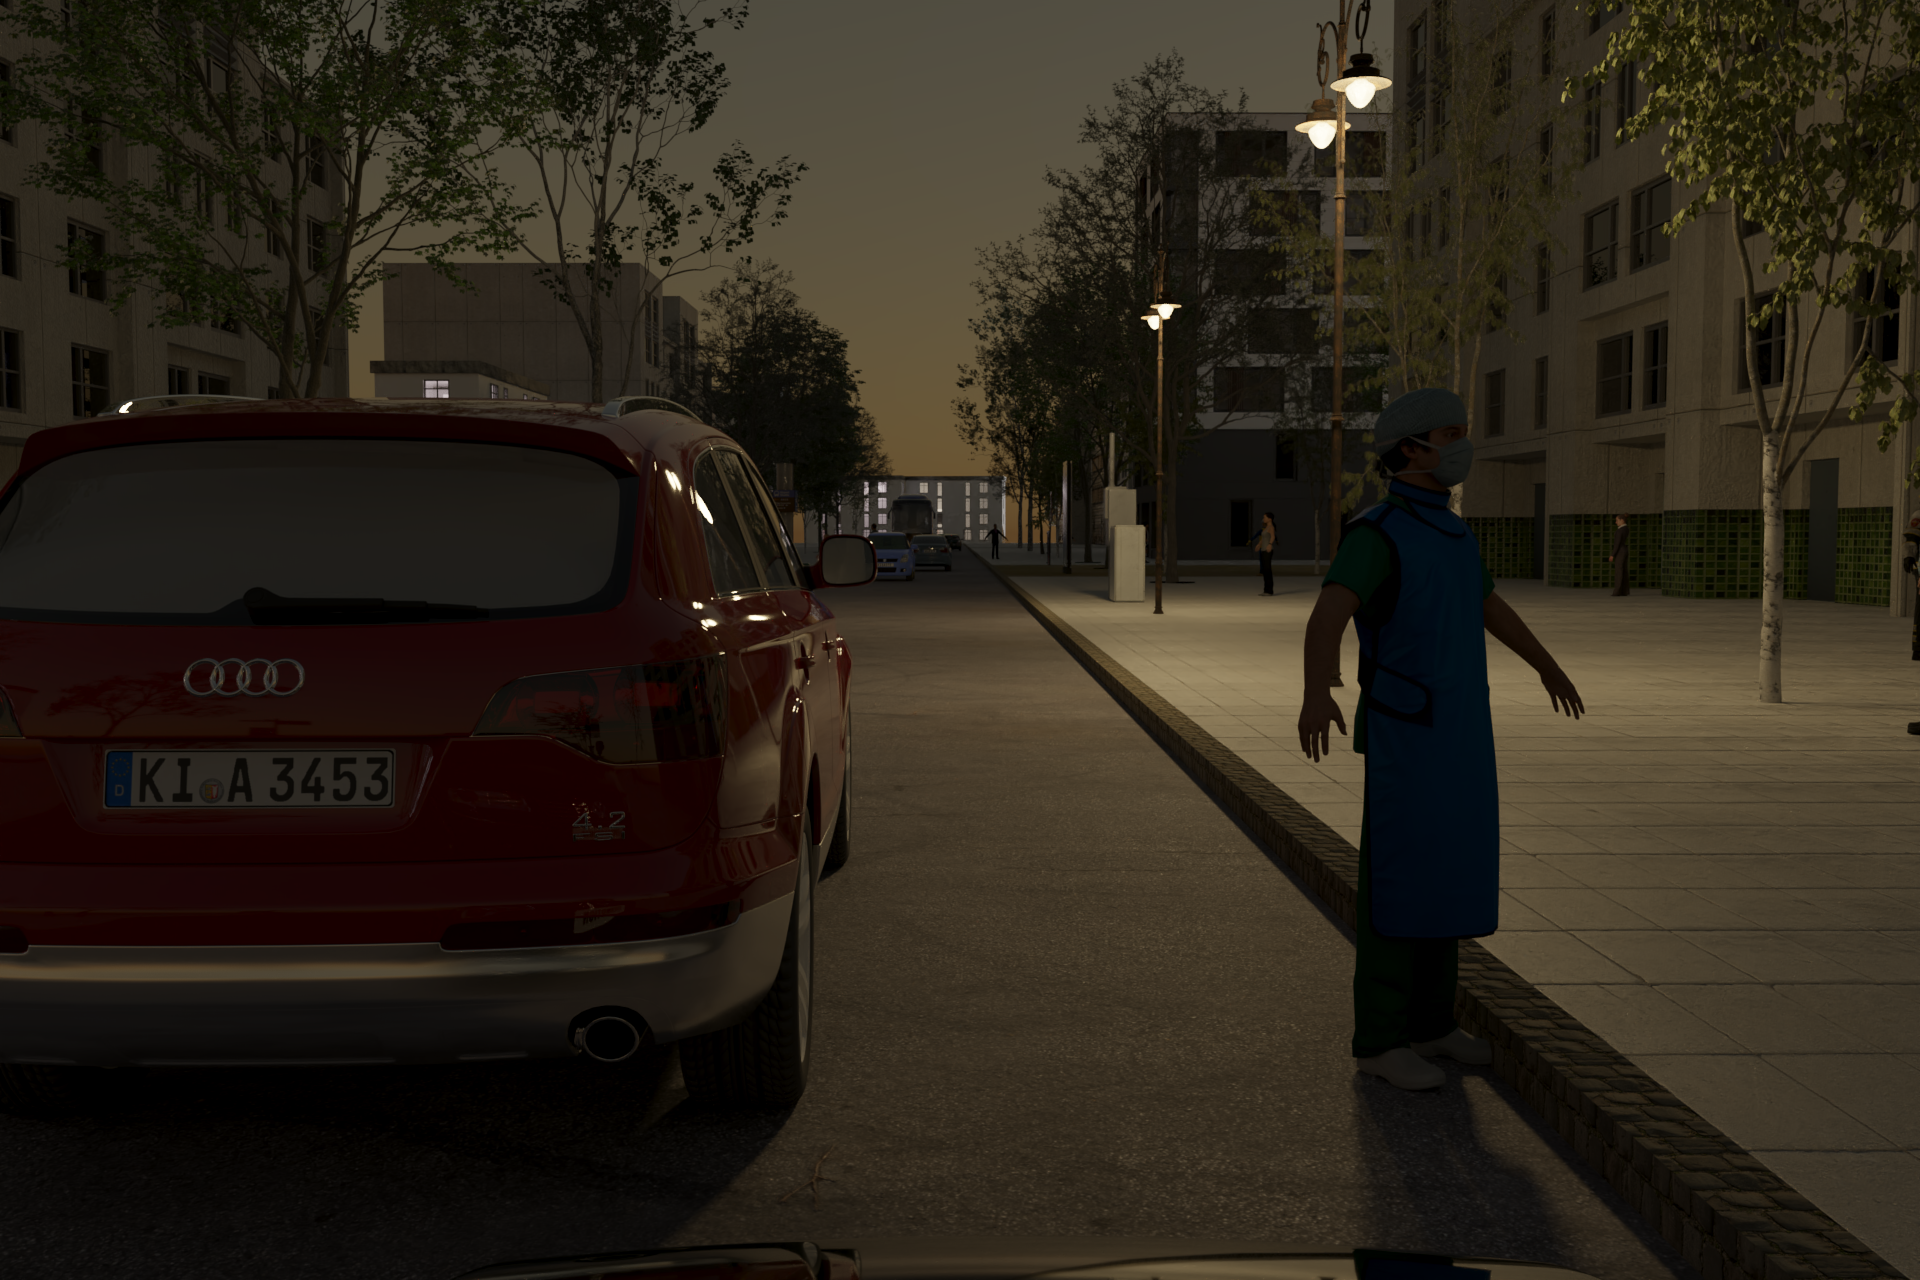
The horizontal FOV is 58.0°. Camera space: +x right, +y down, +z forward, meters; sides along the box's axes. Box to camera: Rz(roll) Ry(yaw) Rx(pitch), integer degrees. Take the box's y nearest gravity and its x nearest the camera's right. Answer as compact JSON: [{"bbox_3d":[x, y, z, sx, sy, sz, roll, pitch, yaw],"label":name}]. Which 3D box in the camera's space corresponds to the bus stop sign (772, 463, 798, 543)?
[{"bbox_3d":[-6.539,-4.633,64.766,0.837,3.901,0.837,0,4,1],"label":"bus stop sign"}]

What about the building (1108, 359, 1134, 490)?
[{"bbox_3d":[24.695,-18.939,176.113,16.747,18.905,31.486,0,3,0],"label":"building"}]

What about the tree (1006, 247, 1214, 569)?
[{"bbox_3d":[5.497,-8.399,63.074,9.928,11.665,9.643,0,3,0],"label":"tree"}]

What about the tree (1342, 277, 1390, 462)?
[{"bbox_3d":[17.580,-8.386,62.862,9.928,11.665,9.643,0,3,0],"label":"tree"}]

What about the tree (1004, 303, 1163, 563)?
[{"bbox_3d":[5.538,-9.229,76.646,9.928,11.665,9.643,0,3,0],"label":"tree"}]

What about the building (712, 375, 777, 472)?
[{"bbox_3d":[-26.131,-21.428,206.765,16.016,20.090,11.380,0,4,-1],"label":"building"}]

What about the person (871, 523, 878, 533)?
[{"bbox_3d":[-2.947,-3.080,59.086,0.705,1.796,1.348,3,5,43],"label":"person"}]

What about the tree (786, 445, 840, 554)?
[{"bbox_3d":[-9.803,-9.837,111.202,4.737,8.622,4.395,0,3,0],"label":"tree"}]

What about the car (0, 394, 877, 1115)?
[{"bbox_3d":[-1.431,0.173,5.839,2.281,1.827,5.304,0,4,-2],"label":"car"}]

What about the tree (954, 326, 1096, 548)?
[{"bbox_3d":[5.899,-18.350,155.907,12.611,20.169,13.585,0,3,0],"label":"tree"}]

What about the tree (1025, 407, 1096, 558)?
[{"bbox_3d":[5.361,-8.824,94.640,4.737,8.622,4.395,0,3,0],"label":"tree"}]

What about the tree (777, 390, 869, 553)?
[{"bbox_3d":[-9.809,-11.915,120.563,9.928,11.665,9.643,0,3,0],"label":"tree"}]

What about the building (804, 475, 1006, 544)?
[{"bbox_3d":[-7.742,-18.506,247.169,28.070,9.664,9.099,0,4,6],"label":"building"}]

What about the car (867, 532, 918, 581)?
[{"bbox_3d":[-2.261,-2.704,53.794,1.945,1.707,3.694,0,4,0],"label":"car"}]

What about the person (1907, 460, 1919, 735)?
[{"bbox_3d":[6.280,-0.322,11.101,0.704,1.849,1.345,2,4,29],"label":"person"}]

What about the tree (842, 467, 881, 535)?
[{"bbox_3d":[-9.733,-12.702,158.043,4.360,8.622,3.978,0,3,0],"label":"tree"}]

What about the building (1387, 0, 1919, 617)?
[{"bbox_3d":[22.785,-10.734,41.955,16.747,18.905,31.486,0,4,0],"label":"building"}]

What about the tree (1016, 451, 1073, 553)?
[{"bbox_3d":[5.996,-10.202,117.170,4.737,8.622,4.395,0,3,0],"label":"tree"}]

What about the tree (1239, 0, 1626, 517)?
[{"bbox_3d":[6.042,-4.284,20.410,4.360,8.622,3.978,0,3,0],"label":"tree"}]

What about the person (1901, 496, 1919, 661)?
[{"bbox_3d":[9.854,-0.718,17.508,1.351,1.858,0.704,-2,4,-34],"label":"person"}]

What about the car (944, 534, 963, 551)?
[{"bbox_3d":[-0.720,-8.302,145.519,2.009,1.686,4.222,0,4,0],"label":"car"}]

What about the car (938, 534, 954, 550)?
[{"bbox_3d":[-1.415,-9.065,157.001,1.959,1.807,4.718,0,4,-1],"label":"car"}]

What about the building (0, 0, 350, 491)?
[{"bbox_3d":[-28.835,-10.784,42.779,16.747,18.905,31.486,0,4,-1],"label":"building"}]

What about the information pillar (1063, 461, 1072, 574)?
[{"bbox_3d":[3.486,-3.973,56.269,0.184,3.620,1.656,0,4,-1],"label":"information pillar"}]

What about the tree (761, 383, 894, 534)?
[{"bbox_3d":[-10.281,-13.582,132.440,12.009,13.543,11.850,0,3,0],"label":"tree"}]

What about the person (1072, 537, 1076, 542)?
[{"bbox_3d":[5.375,-4.900,86.301,0.705,1.806,1.347,-1,4,-21],"label":"person"}]

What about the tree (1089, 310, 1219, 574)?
[{"bbox_3d":[6.410,-6.432,55.531,4.737,8.622,4.395,0,3,0],"label":"tree"}]

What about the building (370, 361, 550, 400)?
[{"bbox_3d":[-27.673,-9.528,97.934,9.099,9.664,28.070,0,3,0],"label":"building"}]

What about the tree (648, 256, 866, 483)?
[{"bbox_3d":[-9.306,-10.164,76.552,12.009,13.543,11.850,0,3,0],"label":"tree"}]

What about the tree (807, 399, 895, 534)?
[{"bbox_3d":[-10.431,-14.409,145.961,12.009,13.543,11.850,0,3,0],"label":"tree"}]

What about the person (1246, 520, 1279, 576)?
[{"bbox_3d":[9.325,-2.864,53.285,1.216,1.772,0.721,-2,4,-27],"label":"person"}]

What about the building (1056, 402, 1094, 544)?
[{"bbox_3d":[22.296,-23.994,223.224,19.493,23.208,18.063,0,4,-1],"label":"building"}]

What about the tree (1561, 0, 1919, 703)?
[{"bbox_3d":[6.189,-3.813,12.706,4.737,8.622,4.395,0,3,0],"label":"tree"}]

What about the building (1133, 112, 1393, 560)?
[{"bbox_3d":[23.744,-15.703,100.714,27.936,21.610,32.646,0,4,-1],"label":"building"}]

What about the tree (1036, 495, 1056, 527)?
[{"bbox_3d":[15.752,-20.767,246.194,9.857,13.997,8.962,0,3,0],"label":"tree"}]

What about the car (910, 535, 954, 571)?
[{"bbox_3d":[-1.213,-3.407,67.706,2.014,1.417,4.499,0,4,-1],"label":"car"}]

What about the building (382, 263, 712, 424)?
[{"bbox_3d":[-29.113,-16.051,128.889,16.747,18.905,31.486,0,4,0],"label":"building"}]

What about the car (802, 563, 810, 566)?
[{"bbox_3d":[-3.028,-0.864,23.911,2.009,1.686,4.222,0,3,0],"label":"car"}]

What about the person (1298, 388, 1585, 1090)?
[{"bbox_3d":[1.249,0.244,4.600,1.347,1.817,0.704,-3,5,-45],"label":"person"}]

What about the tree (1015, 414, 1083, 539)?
[{"bbox_3d":[5.820,-9.221,101.132,4.360,8.622,3.978,0,3,0],"label":"tree"}]

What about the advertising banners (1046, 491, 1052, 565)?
[{"bbox_3d":[3.691,-4.610,71.556,0.090,3.025,2.074,0,4,-1],"label":"advertising banners"}]

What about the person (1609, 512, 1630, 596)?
[{"bbox_3d":[13.619,-1.772,35.811,0.445,1.727,0.742,1,4,12],"label":"person"}]

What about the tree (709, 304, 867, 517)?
[{"bbox_3d":[-9.726,-11.658,97.256,9.857,13.997,8.962,0,3,0],"label":"tree"}]

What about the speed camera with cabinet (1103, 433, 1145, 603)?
[{"bbox_3d":[3.169,-2.383,33.305,0.660,3.252,2.038,0,4,-1],"label":"speed camera with cabinet"}]

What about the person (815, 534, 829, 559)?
[{"bbox_3d":[-3.635,-2.121,46.404,0.599,1.433,0.991,-2,4,-28],"label":"person"}]

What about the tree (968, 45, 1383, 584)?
[{"bbox_3d":[5.417,-8.221,44.778,12.009,13.543,11.850,0,3,0],"label":"tree"}]

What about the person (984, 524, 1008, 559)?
[{"bbox_3d":[1.807,-5.008,88.100,1.346,1.802,0.704,-1,4,-22],"label":"person"}]

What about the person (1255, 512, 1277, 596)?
[{"bbox_3d":[6.286,-1.774,35.822,0.721,1.737,1.217,0,4,-2],"label":"person"}]

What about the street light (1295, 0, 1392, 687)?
[{"bbox_3d":[3.148,-2.546,14.422,0.468,5.910,1.993,0,4,0],"label":"street light"}]

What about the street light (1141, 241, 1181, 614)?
[{"bbox_3d":[3.191,-3.357,27.675,0.468,5.910,1.993,0,3,0],"label":"street light"}]

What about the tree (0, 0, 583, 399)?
[{"bbox_3d":[-9.323,-6.028,24.314,9.928,11.665,9.643,0,3,0],"label":"tree"}]

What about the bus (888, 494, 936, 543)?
[{"bbox_3d":[-2.936,-7.283,110.619,2.896,3.916,12.251,0,3,0],"label":"bus"}]

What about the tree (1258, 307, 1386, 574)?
[{"bbox_3d":[11.582,-6.455,55.901,4.360,8.622,3.978,0,3,0],"label":"tree"}]

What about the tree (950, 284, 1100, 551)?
[{"bbox_3d":[5.105,-16.776,130.170,12.611,20.169,13.585,0,3,0],"label":"tree"}]

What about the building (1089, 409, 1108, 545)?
[{"bbox_3d":[25.540,-22.869,204.831,19.493,23.208,18.063,0,4,0],"label":"building"}]

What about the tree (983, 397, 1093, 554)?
[{"bbox_3d":[4.907,-10.725,109.766,7.601,10.594,8.767,0,4,6],"label":"tree"}]

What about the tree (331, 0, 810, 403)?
[{"bbox_3d":[-10.475,-11.641,46.212,12.611,20.169,13.585,0,3,0],"label":"tree"}]

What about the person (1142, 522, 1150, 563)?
[{"bbox_3d":[8.245,-4.313,76.664,0.704,1.843,1.345,1,4,11],"label":"person"}]
